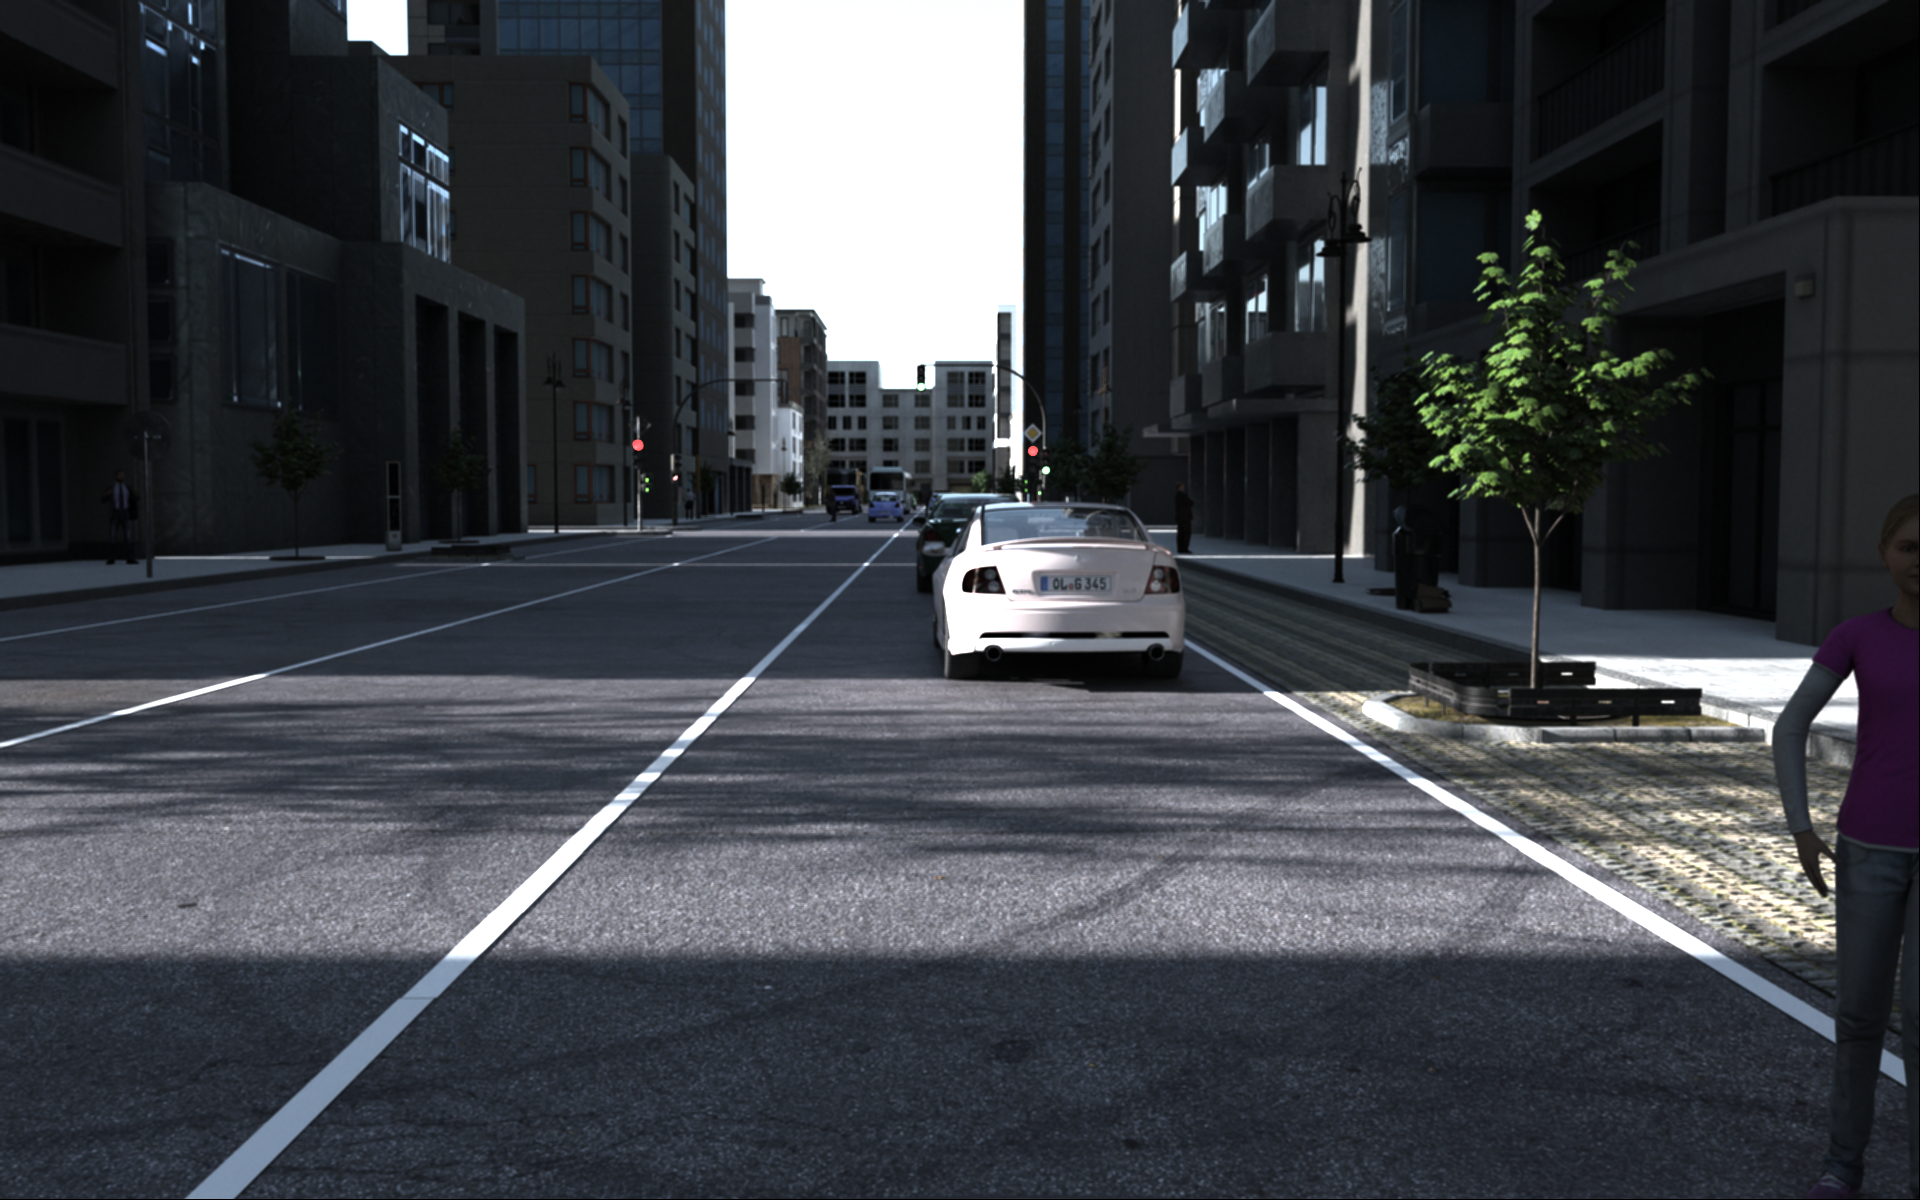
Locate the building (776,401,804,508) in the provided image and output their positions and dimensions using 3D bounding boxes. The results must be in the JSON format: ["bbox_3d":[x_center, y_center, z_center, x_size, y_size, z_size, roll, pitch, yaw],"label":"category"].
[{"bbox_3d":[-19.803,-13.920,169.736,9.099,9.664,28.070,0,4,-1],"label":"building"}]

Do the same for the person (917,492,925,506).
[{"bbox_3d":[-4.749,-12.318,210.723,1.217,1.723,0.721,2,4,29],"label":"person"}]

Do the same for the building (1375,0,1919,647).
[{"bbox_3d":[17.328,-35.392,16.915,20.563,71.187,20.611,0,4,-1],"label":"building"}]

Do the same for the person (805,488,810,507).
[{"bbox_3d":[-14.575,-9.761,165.640,0.705,1.823,1.348,1,4,10],"label":"person"}]

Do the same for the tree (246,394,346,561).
[{"bbox_3d":[-13.091,-2.395,33.760,1.663,3.219,1.824,0,3,0],"label":"tree"}]

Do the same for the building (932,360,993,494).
[{"bbox_3d":[12.266,-22.678,237.235,31.486,18.905,16.747,0,4,-1],"label":"building"}]

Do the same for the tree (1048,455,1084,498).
[{"bbox_3d":[5.253,-5.501,84.535,1.663,3.219,1.824,0,3,0],"label":"tree"}]

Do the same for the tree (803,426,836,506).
[{"bbox_3d":[-15.375,-14.556,188.348,4.360,8.622,3.978,0,3,0],"label":"tree"}]

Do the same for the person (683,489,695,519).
[{"bbox_3d":[-13.728,-4.853,87.596,0.614,1.554,0.590,-1,4,-14],"label":"person"}]

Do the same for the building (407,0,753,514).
[{"bbox_3d":[-25.554,-41.797,121.633,20.563,71.187,20.611,0,4,-1],"label":"building"}]

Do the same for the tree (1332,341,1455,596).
[{"bbox_3d":[5.592,-1.683,22.121,1.663,3.219,1.824,0,3,0],"label":"tree"}]

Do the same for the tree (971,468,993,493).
[{"bbox_3d":[3.027,-14.544,221.515,4.285,4.588,4.351,0,3,0],"label":"tree"}]

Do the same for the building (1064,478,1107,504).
[{"bbox_3d":[23.172,-25.544,109.524,32.217,40.220,23.993,0,4,-1],"label":"building"}]

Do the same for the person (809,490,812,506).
[{"bbox_3d":[-15.914,-10.941,185.638,0.721,1.735,1.217,0,4,-6],"label":"person"}]

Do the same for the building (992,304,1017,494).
[{"bbox_3d":[17.667,-21.961,203.029,27.936,21.610,32.646,0,4,-1],"label":"building"}]

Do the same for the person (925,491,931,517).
[{"bbox_3d":[-1.987,-5.946,107.186,0.415,1.643,0.593,-1,4,-15],"label":"person"}]

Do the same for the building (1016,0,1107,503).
[{"bbox_3d":[11.700,-29.735,136.274,14.600,45.320,14.200,0,4,-1],"label":"building"}]

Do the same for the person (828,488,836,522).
[{"bbox_3d":[-6.582,-4.855,88.699,0.431,1.722,0.655,0,4,5],"label":"person"}]

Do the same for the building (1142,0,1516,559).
[{"bbox_3d":[17.575,-25.930,43.571,23.786,49.044,30.456,0,4,-1],"label":"building"}]

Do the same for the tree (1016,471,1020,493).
[{"bbox_3d":[4.636,-7.976,125.010,1.663,3.219,1.824,0,3,0],"label":"tree"}]

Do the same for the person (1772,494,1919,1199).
[{"bbox_3d":[1.796,0.519,3.255,0.726,1.435,0.776,2,4,29],"label":"person"}]

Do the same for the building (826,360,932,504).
[{"bbox_3d":[-19.219,-22.661,236.963,31.486,18.905,16.747,0,4,-1],"label":"building"}]

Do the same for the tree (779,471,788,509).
[{"bbox_3d":[-14.407,-9.240,145.668,1.663,3.219,1.824,0,3,0],"label":"tree"}]

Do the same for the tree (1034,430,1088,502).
[{"bbox_3d":[5.181,-6.437,88.962,4.285,4.588,4.351,0,3,0],"label":"tree"}]

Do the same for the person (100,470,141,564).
[{"bbox_3d":[-15.288,-1.511,31.568,0.655,1.722,0.431,-2,4,-33],"label":"person"}]

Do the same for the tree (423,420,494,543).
[{"bbox_3d":[-13.094,-3.098,45.250,1.663,3.219,1.824,0,3,0],"label":"tree"}]

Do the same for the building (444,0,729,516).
[{"bbox_3d":[-21.803,-27.771,104.161,14.600,45.320,14.200,0,4,-1],"label":"building"}]

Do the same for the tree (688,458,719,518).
[{"bbox_3d":[-13.749,-6.007,92.821,1.663,3.219,1.824,0,3,0],"label":"tree"}]

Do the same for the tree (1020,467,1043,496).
[{"bbox_3d":[5.115,-7.101,110.698,1.663,3.219,1.824,0,3,0],"label":"tree"}]

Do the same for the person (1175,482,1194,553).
[{"bbox_3d":[4.857,-1.789,37.561,0.388,1.546,0.482,-1,4,-11],"label":"person"}]

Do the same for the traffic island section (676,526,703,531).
[{"bbox_3d":[-11.301,-2.833,68.601,2.009,0.180,2.903,0,4,-1],"label":"traffic island section"}]

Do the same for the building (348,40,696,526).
[{"bbox_3d":[-28.526,-14.545,82.846,27.650,21.520,28.899,0,4,-1],"label":"building"}]

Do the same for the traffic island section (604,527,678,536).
[{"bbox_3d":[-11.202,-2.345,60.616,2.009,0.180,2.903,0,4,-1],"label":"traffic island section"}]

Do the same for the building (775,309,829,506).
[{"bbox_3d":[-32.515,-22.079,204.973,32.646,21.610,27.936,0,4,-1],"label":"building"}]

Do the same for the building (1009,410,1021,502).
[{"bbox_3d":[10.014,-14.119,172.997,9.099,9.664,28.070,0,4,-1],"label":"building"}]

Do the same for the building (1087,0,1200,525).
[{"bbox_3d":[13.038,-23.892,74.236,14.086,41.232,14.154,0,4,-1],"label":"building"}]

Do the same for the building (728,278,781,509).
[{"bbox_3d":[-23.736,-17.917,149.369,16.016,20.091,11.380,0,4,-1],"label":"building"}]

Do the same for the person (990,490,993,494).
[{"bbox_3d":[3.200,-10.266,174.811,0.530,1.710,0.541,0,4,-1],"label":"person"}]
